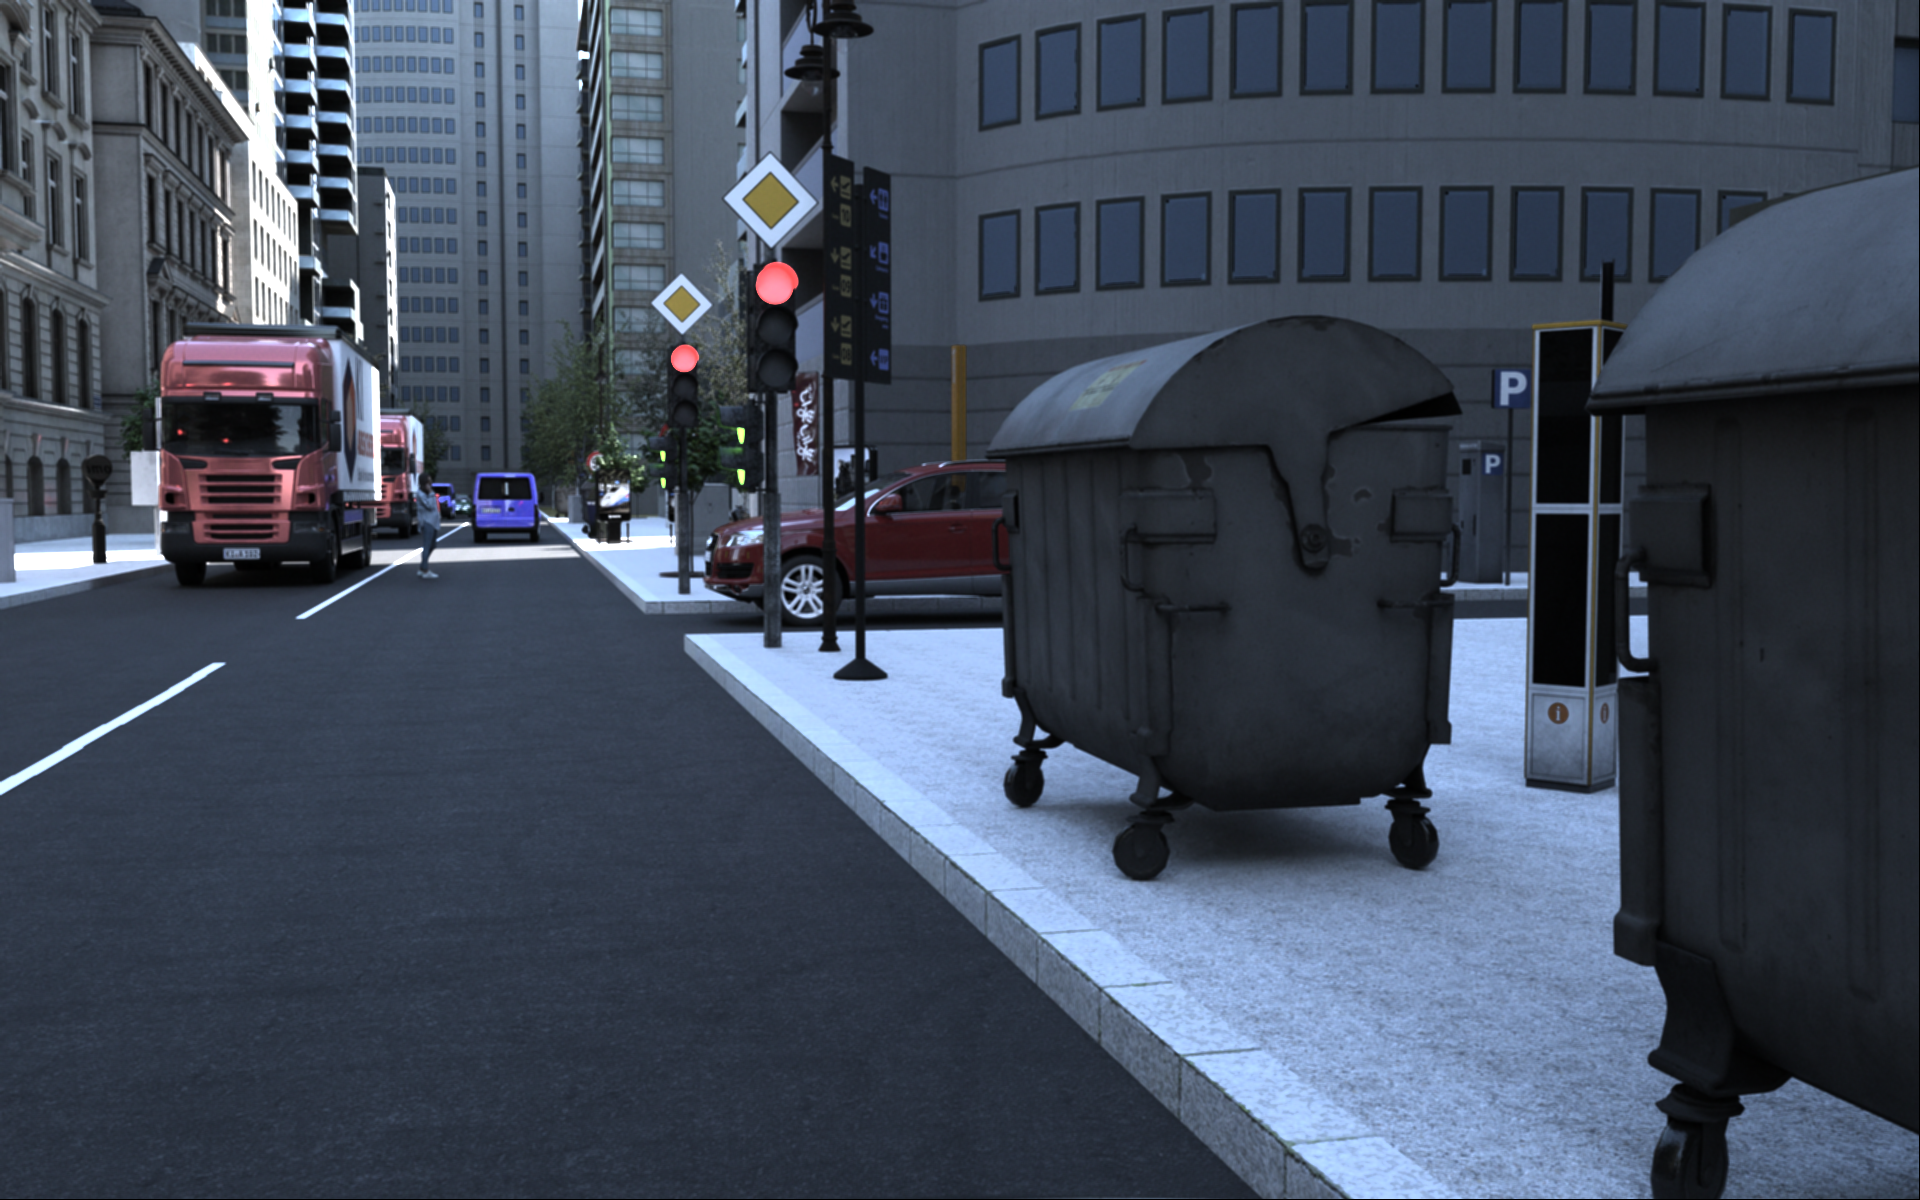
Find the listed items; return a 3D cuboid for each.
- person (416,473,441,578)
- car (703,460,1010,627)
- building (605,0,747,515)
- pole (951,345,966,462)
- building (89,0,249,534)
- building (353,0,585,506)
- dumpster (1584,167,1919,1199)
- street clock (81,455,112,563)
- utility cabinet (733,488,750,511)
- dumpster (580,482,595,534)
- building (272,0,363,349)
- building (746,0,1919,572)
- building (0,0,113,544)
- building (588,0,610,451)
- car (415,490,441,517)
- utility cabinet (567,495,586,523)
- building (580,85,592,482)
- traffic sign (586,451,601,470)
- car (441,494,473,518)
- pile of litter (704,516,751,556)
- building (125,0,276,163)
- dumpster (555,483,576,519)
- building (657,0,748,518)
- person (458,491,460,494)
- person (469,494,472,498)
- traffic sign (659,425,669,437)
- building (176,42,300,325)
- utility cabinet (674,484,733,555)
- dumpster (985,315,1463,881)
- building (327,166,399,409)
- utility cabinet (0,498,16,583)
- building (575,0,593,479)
[{"bbox_3d":[-9.137,-1.278,29.662,0.793,1.790,0.793,-3,4,-36],"label":"person"},{"bbox_3d":[-0.294,-0.692,19.980,5.304,1.827,2.281,-1,4,-14],"label":"car"},{"bbox_3d":[-15.709,-26.193,111.856,14.154,41.232,14.086,-1,4,-14],"label":"building"},{"bbox_3d":[-0.017,-1.834,23.822,0.158,3.312,0.155,0,3,0],"label":"pole"},{"bbox_3d":[-32.749,-12.126,62.894,10.561,19.102,19.286,-1,4,-14],"label":"building"},{"bbox_3d":[-55.264,-39.383,185.910,28.212,58.520,21.231,-1,4,-14],"label":"building"},{"bbox_3d":[1.949,0.203,2.448,1.264,1.857,1.865,-1,4,-14],"label":"dumpster"},{"bbox_3d":[-15.959,-1.682,32.069,0.358,2.002,0.471,3,5,41],"label":"street clock"},{"bbox_3d":[-7.960,-3.360,63.619,0.318,1.500,1.173,1,4,21],"label":"utility cabinet"},{"bbox_3d":[-11.723,-3.105,56.532,1.264,1.857,1.865,-1,4,-14],"label":"dumpster"},{"bbox_3d":[-55.286,-49.791,126.746,22.319,86.520,31.000,-1,4,-14],"label":"building"},{"bbox_3d":[10.464,-30.288,37.206,28.212,58.520,21.231,-1,4,-14],"label":"building"},{"bbox_3d":[-27.590,-13.270,36.048,14.460,24.649,34.723,-1,4,-14],"label":"building"},{"bbox_3d":[-16.423,-30.961,129.917,21.300,48.544,21.600,-1,4,-14],"label":"building"},{"bbox_3d":[-26.046,-4.539,82.893,2.281,1.827,5.304,-1,4,-13],"label":"car"},{"bbox_3d":[-16.869,-3.981,76.243,0.306,1.237,1.020,1,4,19],"label":"utility cabinet"},{"bbox_3d":[-33.772,-32.889,187.839,14.200,45.320,14.600,-1,4,-14],"label":"building"},{"bbox_3d":[-10.577,-3.104,50.863,0.768,2.556,0.104,0,4,-7],"label":"traffic sign"},{"bbox_3d":[-30.911,-5.795,106.551,2.131,1.459,4.920,-1,4,-14],"label":"car"},{"bbox_3d":[-4.436,-1.216,33.853,1.176,0.858,1.719,0,4,8],"label":"pile of litter"},{"bbox_3d":[-53.286,-24.954,99.871,32.217,40.220,23.993,-1,4,-14],"label":"building"},{"bbox_3d":[-20.803,-5.254,91.658,1.264,1.857,1.865,-1,4,-14],"label":"dumpster"},{"bbox_3d":[-2.285,-47.068,82.233,22.319,86.520,31.000,-1,4,-14],"label":"building"},{"bbox_3d":[-43.701,-8.656,150.958,0.756,1.711,0.436,1,4,19],"label":"person"},{"bbox_3d":[-35.013,-7.117,125.002,1.348,1.807,0.705,0,4,-2],"label":"person"},{"bbox_3d":[-4.701,-1.781,29.220,0.768,2.556,0.104,-1,4,-12],"label":"traffic sign"},{"bbox_3d":[-37.449,-13.845,81.115,10.420,20.320,16.860,-1,4,-14],"label":"building"},{"bbox_3d":[-5.387,-1.685,36.230,1.173,1.500,0.318,-3,5,-41],"label":"utility cabinet"},{"bbox_3d":[0.928,-0.045,6.498,1.264,1.857,1.865,-1,4,-14],"label":"dumpster"},{"bbox_3d":[-57.522,-23.382,153.989,14.107,30.474,14.160,-1,4,-14],"label":"building"},{"bbox_3d":[-14.070,-0.831,24.754,0.306,1.237,1.020,2,4,25],"label":"utility cabinet"},{"bbox_3d":[-22.671,-30.599,154.923,22.147,44.769,28.867,-1,4,-14],"label":"building"}]
